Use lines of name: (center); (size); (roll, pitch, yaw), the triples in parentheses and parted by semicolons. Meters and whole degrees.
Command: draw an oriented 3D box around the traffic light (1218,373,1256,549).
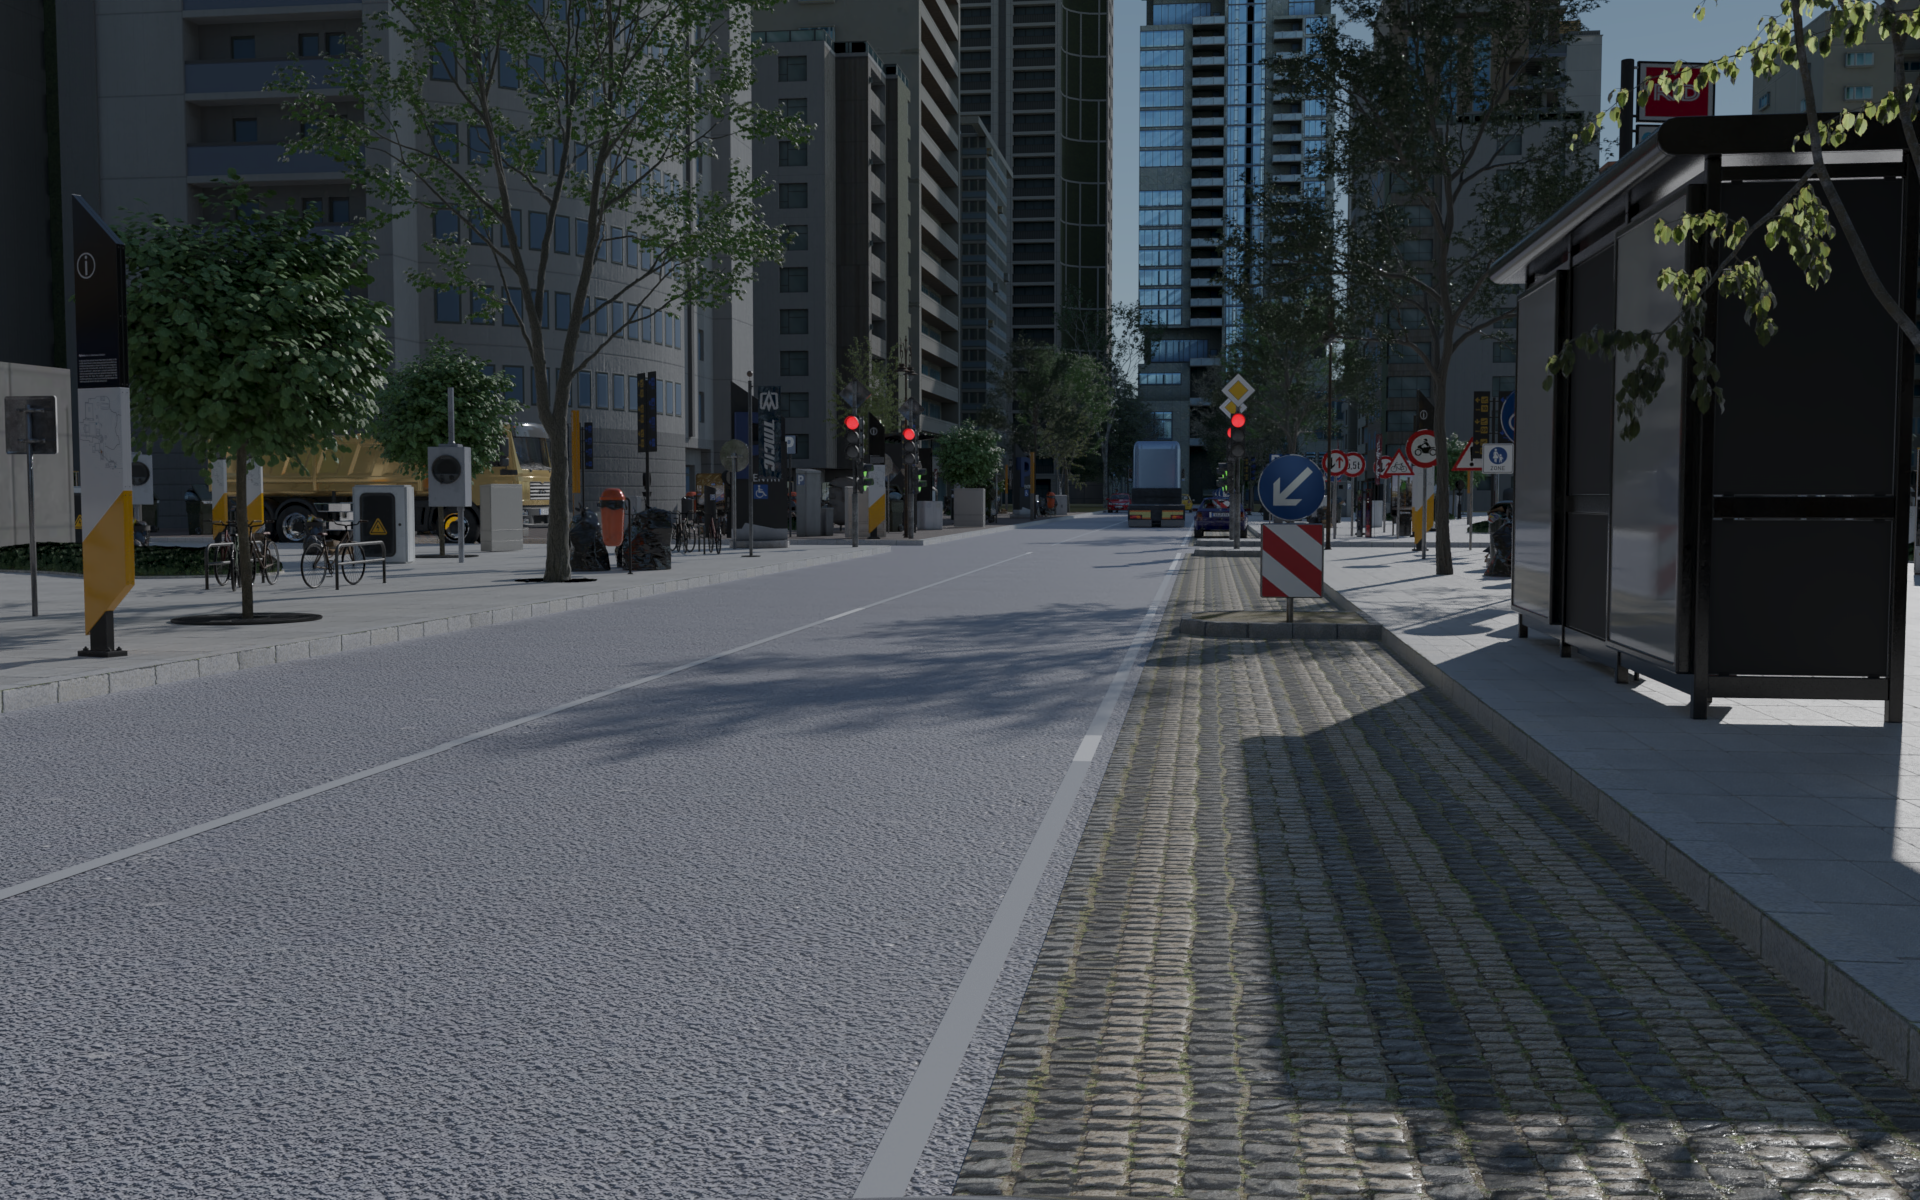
traffic light: (6.460, -3.150, 40.429); (0.839, 4.253, 0.868); (0, 4, 8)

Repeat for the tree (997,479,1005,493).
tree: (2.485, -7.776, 121.746); (1.663, 3.219, 1.824); (0, 3, 0)

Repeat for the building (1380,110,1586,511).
building: (39.860, -22.204, 134.741); (14.160, 30.474, 14.107); (0, 4, 8)

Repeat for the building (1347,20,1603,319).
building: (64.415, -41.531, 221.031); (28.212, 58.520, 21.231); (0, 4, 8)

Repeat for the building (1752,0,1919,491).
building: (90.244, -33.223, 166.895); (21.600, 48.544, 21.300); (0, 4, 8)

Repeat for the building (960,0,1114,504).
building: (9.286, -48.326, 228.380); (20.611, 71.187, 20.563); (0, 4, 8)

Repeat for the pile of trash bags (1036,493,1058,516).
pile of trash bags: (4.903, -5.678, 102.590); (1.912, 1.369, 3.447); (-1, 4, -18)

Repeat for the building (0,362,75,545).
building: (-29.082, -35.787, 23.366); (20.611, 71.187, 20.563); (0, 4, 8)

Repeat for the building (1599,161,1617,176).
building: (93.255, -34.495, 218.620); (28.867, 44.769, 22.147); (0, 4, 8)

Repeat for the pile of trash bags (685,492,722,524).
pile of trash bags: (-10.843, -4.037, 75.758); (1.912, 1.369, 3.447); (2, 4, 29)

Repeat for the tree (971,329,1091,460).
tree: (3.870, -10.051, 98.754); (7.601, 10.594, 8.767); (-3, 4, -36)

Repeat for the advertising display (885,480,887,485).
advertising display: (-2.672, -3.441, 61.479); (0.123, 1.923, 0.974); (0, 4, -5)

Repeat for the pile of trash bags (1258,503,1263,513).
pile of trash bags: (21.796, -6.634, 118.217); (1.912, 1.369, 3.447); (-1, 4, -16)

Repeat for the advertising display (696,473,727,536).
advertising display: (-7.700, -2.960, 53.607); (0.974, 1.923, 0.123); (1, 4, 14)

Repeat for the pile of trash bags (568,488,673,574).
pile of trash bags: (-5.774, -1.179, 29.034); (1.912, 1.369, 3.447); (-1, 4, -11)

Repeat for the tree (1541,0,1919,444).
tree: (4.150, -3.477, 7.208); (4.360, 8.622, 3.978); (0, 3, 0)

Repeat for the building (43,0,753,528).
building: (-23.101, -32.679, 76.308); (21.231, 58.520, 28.212); (0, 4, 8)

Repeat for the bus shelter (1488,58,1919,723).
bus shelter: (5.571, -2.212, 13.798); (2.179, 5.291, 8.768); (1, 4, 8)

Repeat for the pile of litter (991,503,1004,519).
pile of litter: (1.233, -4.539, 88.180); (1.176, 0.858, 1.719); (-1, 4, -19)

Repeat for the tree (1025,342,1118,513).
tree: (7.269, -11.844, 119.411); (9.928, 11.665, 9.643); (0, 3, 0)

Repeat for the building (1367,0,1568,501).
building: (42.830, -30.465, 148.219); (14.600, 45.320, 14.200); (0, 4, 8)

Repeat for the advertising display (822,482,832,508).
advertising display: (-7.279, -5.471, 94.657); (0.123, 1.923, 0.974); (-2, 4, -33)

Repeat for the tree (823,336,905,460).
tree: (-4.033, -7.924, 79.919); (4.737, 8.622, 4.395); (0, 3, 0)

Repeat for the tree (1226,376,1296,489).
tree: (16.826, -8.800, 94.243); (4.360, 8.622, 3.978); (0, 3, 0)

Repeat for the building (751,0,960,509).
building: (-12.016, -31.411, 137.264); (21.300, 48.544, 21.600); (0, 4, 8)

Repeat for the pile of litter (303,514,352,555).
pile of litter: (-13.513, -1.410, 37.025); (1.176, 0.858, 1.719); (0, 4, -4)

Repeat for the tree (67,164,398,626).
tree: (-7.243, -2.070, 17.551); (4.285, 4.588, 4.351); (0, 3, 0)

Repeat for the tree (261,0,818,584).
tree: (-5.869, -6.058, 24.805); (9.928, 11.665, 9.643); (0, 3, 0)

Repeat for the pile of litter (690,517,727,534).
pile of litter: (-7.921, -2.542, 55.535); (1.719, 0.858, 1.176); (0, 4, 5)

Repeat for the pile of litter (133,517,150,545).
pile of litter: (-15.314, -1.154, 32.840); (1.176, 0.858, 1.719); (-1, 4, -12)

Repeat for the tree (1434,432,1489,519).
tree: (25.870, -6.536, 90.576); (4.285, 4.588, 4.351); (0, 3, 0)

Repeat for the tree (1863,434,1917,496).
tree: (15.399, -2.131, 29.438); (1.663, 3.219, 1.824); (0, 3, 0)

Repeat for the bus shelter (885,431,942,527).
bus shelter: (-2.029, -4.636, 67.088); (1.731, 3.624, 6.357); (0, 4, 8)

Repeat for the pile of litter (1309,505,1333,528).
pile of litter: (13.643, -3.156, 65.561); (1.176, 0.858, 1.719); (-3, 4, -38)

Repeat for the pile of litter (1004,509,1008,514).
pile of litter: (2.636, -6.093, 113.582); (1.719, 0.858, 1.176); (-3, 4, -38)

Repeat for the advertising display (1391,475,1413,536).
advertising display: (13.605, -2.915, 52.873); (0.123, 1.923, 0.974); (-3, 5, -44)

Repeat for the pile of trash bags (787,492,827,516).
pile of trash bags: (-6.936, -4.023, 75.536); (1.912, 1.369, 3.447); (-1, 4, -23)

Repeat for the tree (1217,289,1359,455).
tree: (16.434, -9.827, 86.420); (9.928, 11.665, 9.643); (0, 3, 0)

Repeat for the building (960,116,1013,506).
building: (-7.501, -29.602, 175.876); (23.993, 40.220, 32.217); (0, 4, 8)

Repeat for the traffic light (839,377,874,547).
traffic light: (-2.513, -3.227, 41.688); (0.839, 4.253, 0.868); (0, 4, 8)

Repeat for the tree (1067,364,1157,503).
tree: (14.231, -16.032, 168.771); (9.857, 13.997, 8.962); (0, 3, 0)

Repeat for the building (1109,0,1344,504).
building: (35.196, -55.799, 224.982); (31.000, 86.520, 22.319); (0, 4, 8)

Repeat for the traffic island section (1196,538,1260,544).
traffic island section: (7.626, -1.600, 48.442); (2.009, 0.180, 2.903); (0, 4, 8)

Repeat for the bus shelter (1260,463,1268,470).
bus shelter: (18.868, -6.648, 102.625); (2.014, 3.302, 5.546); (1, 4, 8)

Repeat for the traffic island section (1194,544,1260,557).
traffic island section: (6.498, -1.117, 40.537); (2.009, 0.180, 2.903); (0, 4, 8)

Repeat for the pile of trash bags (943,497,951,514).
pile of trash bags: (0.412, -6.057, 108.779); (1.912, 1.369, 3.447); (-2, 4, -30)

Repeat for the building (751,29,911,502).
building: (-11.279, -20.821, 112.118); (14.160, 30.474, 14.107); (0, 4, 8)

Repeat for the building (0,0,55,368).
building: (-44.153, -18.318, 71.205); (14.107, 30.474, 14.160); (0, 4, 8)

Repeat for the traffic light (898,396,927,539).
traffic light: (-1.385, -3.711, 49.593); (0.839, 4.253, 0.868); (0, 4, 8)

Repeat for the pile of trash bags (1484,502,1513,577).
pile of trash bags: (9.069, -1.047, 26.864); (1.912, 1.369, 3.447); (2, 4, 25)

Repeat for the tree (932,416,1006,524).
tree: (0.302, -5.491, 73.488); (4.285, 4.588, 4.351); (0, 3, 0)

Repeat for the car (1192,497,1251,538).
car: (8.652, -2.736, 57.309); (1.945, 1.354, 3.894); (1, 4, 10)

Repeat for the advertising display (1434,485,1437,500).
advertising display: (30.498, -6.419, 110.161); (0.123, 1.923, 0.974); (-3, 5, -41)

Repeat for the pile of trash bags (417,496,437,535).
pile of trash bags: (-16.768, -2.785, 55.288); (3.447, 1.369, 1.912); (2, 4, 28)

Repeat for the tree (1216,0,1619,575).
tree: (7.378, -5.680, 27.280); (7.601, 10.594, 8.767); (0, 4, -3)

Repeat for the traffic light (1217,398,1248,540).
traffic light: (7.588, -3.634, 48.334); (0.839, 4.253, 0.868); (0, 4, 8)

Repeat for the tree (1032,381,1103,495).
tree: (6.372, -9.680, 108.626); (4.360, 8.622, 3.978); (0, 3, 0)

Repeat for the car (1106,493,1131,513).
car: (12.281, -7.557, 132.593); (2.155, 1.783, 4.494); (1, 4, 9)

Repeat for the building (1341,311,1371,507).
building: (52.532, -19.832, 169.292); (27.650, 21.520, 28.899); (0, 4, 8)

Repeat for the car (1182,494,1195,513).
car: (17.128, -7.574, 134.060); (2.015, 1.641, 3.980); (1, 4, 9)
